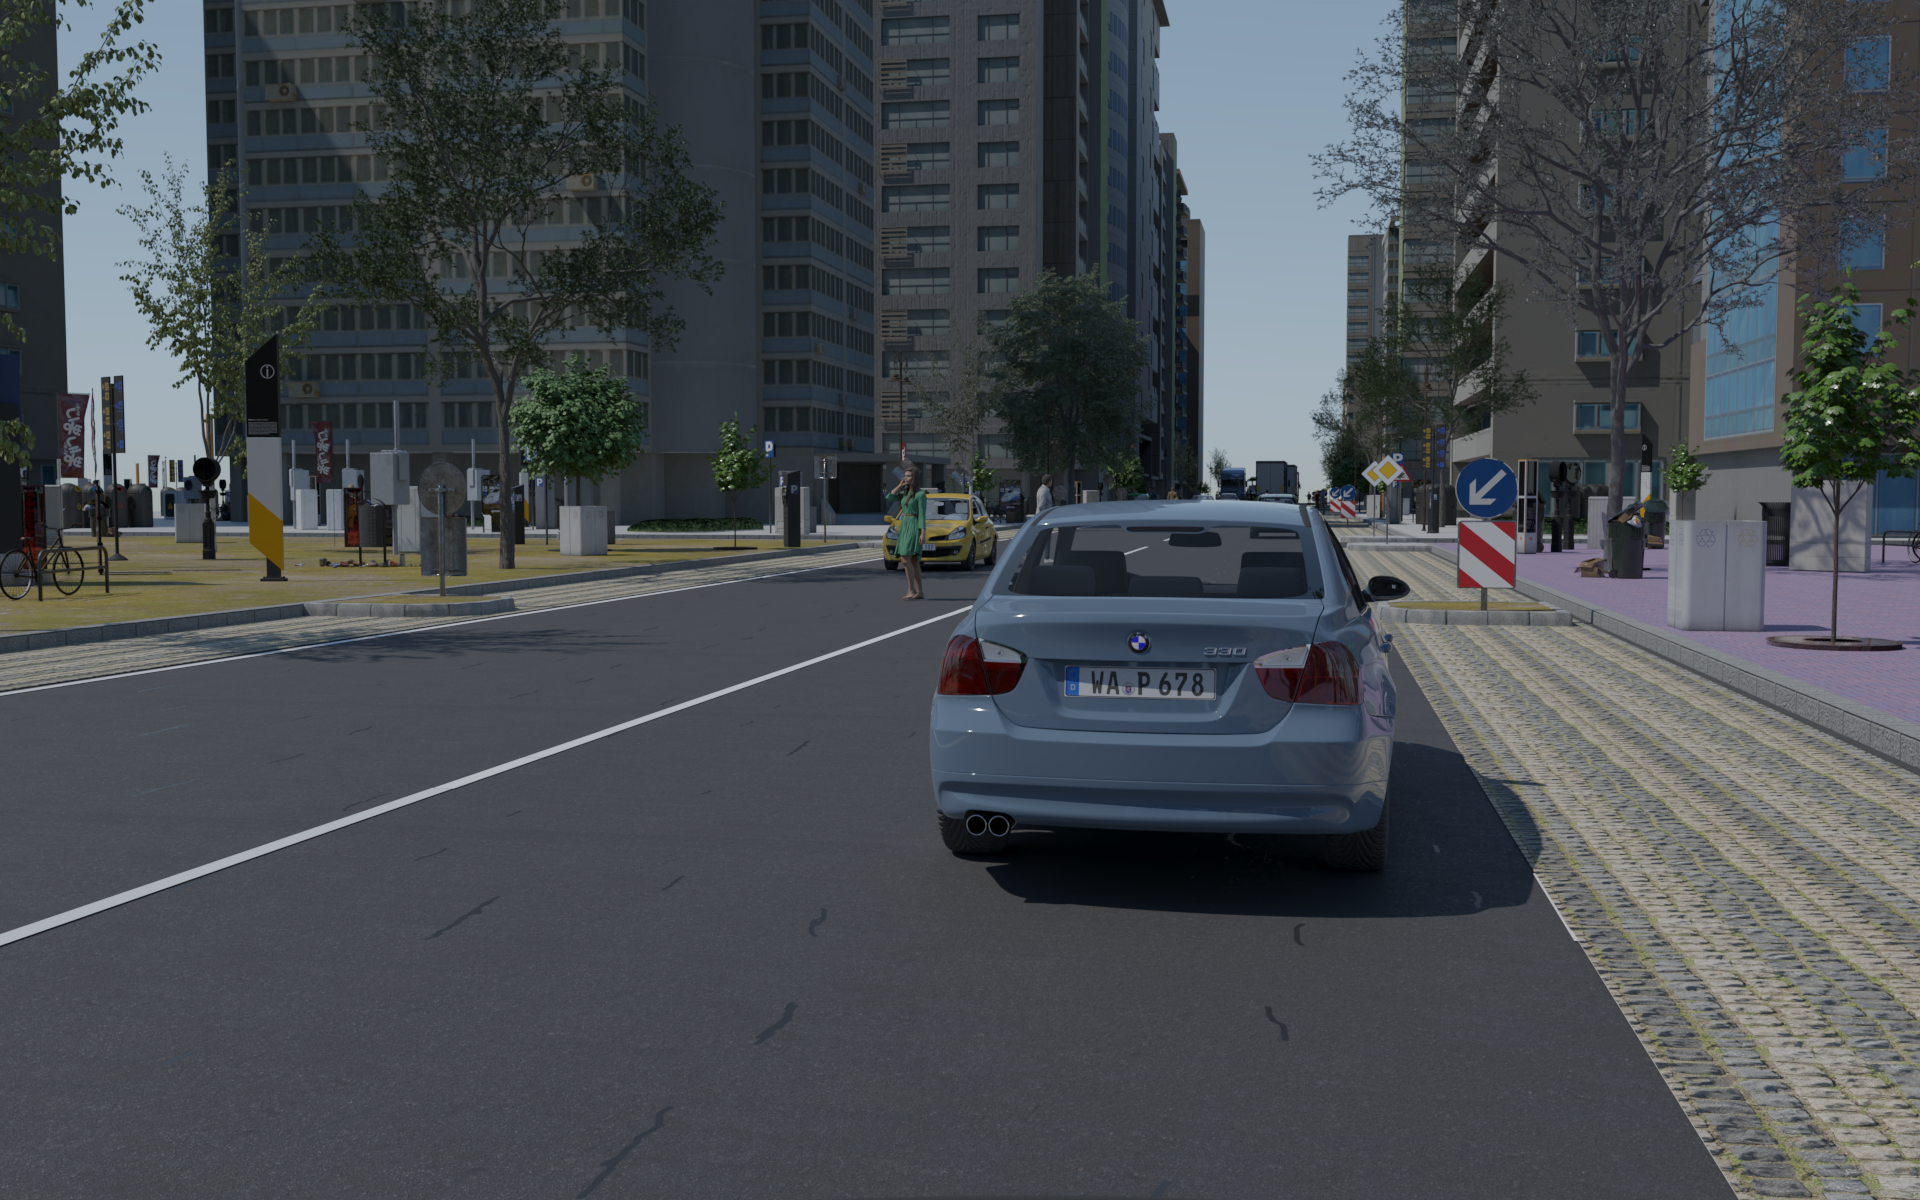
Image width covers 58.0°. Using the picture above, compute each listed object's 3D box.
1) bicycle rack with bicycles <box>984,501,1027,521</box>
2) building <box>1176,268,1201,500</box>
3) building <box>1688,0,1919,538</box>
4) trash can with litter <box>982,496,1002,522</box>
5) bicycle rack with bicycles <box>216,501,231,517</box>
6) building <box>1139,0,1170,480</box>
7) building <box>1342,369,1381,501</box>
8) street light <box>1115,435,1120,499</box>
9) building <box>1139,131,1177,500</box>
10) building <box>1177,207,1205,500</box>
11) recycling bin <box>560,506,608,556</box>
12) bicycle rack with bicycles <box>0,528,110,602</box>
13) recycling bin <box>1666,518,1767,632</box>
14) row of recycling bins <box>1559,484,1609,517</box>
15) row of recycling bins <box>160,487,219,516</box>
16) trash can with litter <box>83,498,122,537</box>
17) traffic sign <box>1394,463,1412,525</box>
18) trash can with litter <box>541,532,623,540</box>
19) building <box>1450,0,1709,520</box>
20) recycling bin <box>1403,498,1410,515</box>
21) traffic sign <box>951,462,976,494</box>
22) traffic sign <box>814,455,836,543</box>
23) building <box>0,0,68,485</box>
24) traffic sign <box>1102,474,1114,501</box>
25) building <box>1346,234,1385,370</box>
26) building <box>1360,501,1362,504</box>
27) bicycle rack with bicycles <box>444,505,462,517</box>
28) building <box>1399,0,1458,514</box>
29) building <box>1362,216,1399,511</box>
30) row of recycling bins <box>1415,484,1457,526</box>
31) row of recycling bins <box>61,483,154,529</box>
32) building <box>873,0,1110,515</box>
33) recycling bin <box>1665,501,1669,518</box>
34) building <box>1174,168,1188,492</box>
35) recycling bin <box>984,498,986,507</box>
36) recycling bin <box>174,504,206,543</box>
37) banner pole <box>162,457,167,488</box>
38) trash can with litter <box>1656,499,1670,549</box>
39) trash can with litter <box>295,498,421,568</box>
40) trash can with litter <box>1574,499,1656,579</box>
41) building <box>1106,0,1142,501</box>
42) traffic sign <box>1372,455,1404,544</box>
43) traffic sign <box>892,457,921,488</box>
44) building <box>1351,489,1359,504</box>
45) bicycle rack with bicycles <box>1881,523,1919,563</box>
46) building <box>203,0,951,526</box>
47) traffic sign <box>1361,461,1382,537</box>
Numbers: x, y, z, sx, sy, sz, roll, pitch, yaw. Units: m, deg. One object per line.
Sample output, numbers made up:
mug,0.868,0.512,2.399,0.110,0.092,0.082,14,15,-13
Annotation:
bicycle rack with bicycles,1.751,-4.327,84.126,2.925,0.926,2.852,-2,4,-29
building,19.477,-34.551,256.787,32.217,40.220,23.993,1,4,11
building,32.351,-24.723,54.330,14.200,45.320,14.600,1,4,11
trash can with litter,1.086,-4.231,80.231,1.678,1.210,2.233,-2,4,-34
bicycle rack with bicycles,-39.331,-4.782,91.572,2.925,0.926,2.852,-2,4,-25
building,5.450,-35.666,172.369,28.713,52.752,27.495,1,4,11
building,69.856,-24.844,251.243,27.650,21.520,28.899,1,4,11
street light,10.785,-8.961,119.303,0.468,5.910,1.993,1,4,11
building,16.351,-31.079,191.733,14.154,41.232,14.086,1,4,11
building,31.324,-38.180,274.356,14.600,45.320,14.200,1,4,11
recycling bin,-7.879,-1.450,36.257,0.722,1.027,0.722,3,4,38
bicycle rack with bicycles,-12.011,-0.485,21.319,2.852,0.926,2.925,0,4,-1
recycling bin,7.192,-0.240,16.479,0.722,1.027,0.722,1,4,10
row of recycling bins,25.005,-3.801,69.260,1.069,1.692,3.534,3,5,44
row of recycling bins,-45.267,-5.786,101.706,1.069,1.692,3.534,2,4,32
trash can with litter,-25.607,-2.470,51.773,0.624,1.170,1.055,1,4,11
traffic sign,18.426,-4.428,72.404,0.884,2.594,0.081,1,4,12
trash can with litter,-10.471,-2.286,48.427,2.233,1.210,1.678,2,4,28
building,35.001,-27.922,80.233,21.300,48.544,21.600,1,4,11
recycling bin,26.586,-5.616,104.369,0.722,1.027,0.722,-3,4,-36
traffic sign,0.095,-3.109,54.478,0.795,2.450,0.064,1,4,11
traffic sign,-3.544,-2.651,45.475,0.606,2.300,0.079,1,4,15
building,-55.989,-27.640,75.620,21.600,48.544,21.300,1,4,11
traffic sign,9.532,-6.803,111.339,0.768,2.556,0.104,1,4,12
building,67.924,-36.042,272.880,14.154,41.232,14.086,1,4,11
building,59.427,-29.959,181.714,32.217,40.220,23.993,1,4,11
bicycle rack with bicycles,-17.977,-2.762,58.546,2.852,0.926,2.925,0,4,3
building,36.645,-26.463,116.259,14.154,41.232,14.086,1,4,11
building,54.249,-28.529,158.324,32.217,40.220,23.993,1,4,11
row of recycling bins,19.727,-3.964,71.925,1.069,1.692,3.534,0,4,-1
row of recycling bins,-32.446,-3.581,65.660,1.069,1.692,3.534,3,4,38
building,1.898,-26.204,112.033,14.154,41.232,14.086,1,4,11
recycling bin,27.452,-3.300,66.509,0.722,1.027,0.722,-3,5,-42
building,18.498,-35.142,229.195,22.147,44.769,28.867,1,4,11
recycling bin,1.021,-5.380,100.518,0.722,1.027,0.722,-3,5,-41
recycling bin,-20.211,-2.016,45.520,0.722,1.027,0.722,-1,4,-19
banner pole,-53.109,-7.686,115.690,0.863,3.779,0.401,3,5,44
trash can with litter,16.462,-1.803,40.860,0.624,1.170,1.055,1,4,17
trash can with litter,-10.720,-1.206,30.776,2.233,1.210,1.678,1,4,16
trash can with litter,9.932,-0.920,26.430,1.055,1.170,0.624,3,5,39
building,3.226,-36.807,143.786,21.231,58.520,28.212,1,4,11
traffic sign,10.910,-2.481,44.202,0.795,2.450,0.064,1,4,11
traffic sign,-1.445,-2.630,46.642,0.795,2.450,0.064,1,4,11
building,67.543,-32.537,223.867,32.217,40.220,23.993,1,4,11
bicycle rack with bicycles,18.316,-1.120,31.693,2.852,0.926,2.925,0,4,-5
building,-17.321,-23.754,80.257,32.217,40.220,23.993,1,4,11
traffic sign,12.450,-2.960,52.038,0.795,2.450,0.064,1,4,11
